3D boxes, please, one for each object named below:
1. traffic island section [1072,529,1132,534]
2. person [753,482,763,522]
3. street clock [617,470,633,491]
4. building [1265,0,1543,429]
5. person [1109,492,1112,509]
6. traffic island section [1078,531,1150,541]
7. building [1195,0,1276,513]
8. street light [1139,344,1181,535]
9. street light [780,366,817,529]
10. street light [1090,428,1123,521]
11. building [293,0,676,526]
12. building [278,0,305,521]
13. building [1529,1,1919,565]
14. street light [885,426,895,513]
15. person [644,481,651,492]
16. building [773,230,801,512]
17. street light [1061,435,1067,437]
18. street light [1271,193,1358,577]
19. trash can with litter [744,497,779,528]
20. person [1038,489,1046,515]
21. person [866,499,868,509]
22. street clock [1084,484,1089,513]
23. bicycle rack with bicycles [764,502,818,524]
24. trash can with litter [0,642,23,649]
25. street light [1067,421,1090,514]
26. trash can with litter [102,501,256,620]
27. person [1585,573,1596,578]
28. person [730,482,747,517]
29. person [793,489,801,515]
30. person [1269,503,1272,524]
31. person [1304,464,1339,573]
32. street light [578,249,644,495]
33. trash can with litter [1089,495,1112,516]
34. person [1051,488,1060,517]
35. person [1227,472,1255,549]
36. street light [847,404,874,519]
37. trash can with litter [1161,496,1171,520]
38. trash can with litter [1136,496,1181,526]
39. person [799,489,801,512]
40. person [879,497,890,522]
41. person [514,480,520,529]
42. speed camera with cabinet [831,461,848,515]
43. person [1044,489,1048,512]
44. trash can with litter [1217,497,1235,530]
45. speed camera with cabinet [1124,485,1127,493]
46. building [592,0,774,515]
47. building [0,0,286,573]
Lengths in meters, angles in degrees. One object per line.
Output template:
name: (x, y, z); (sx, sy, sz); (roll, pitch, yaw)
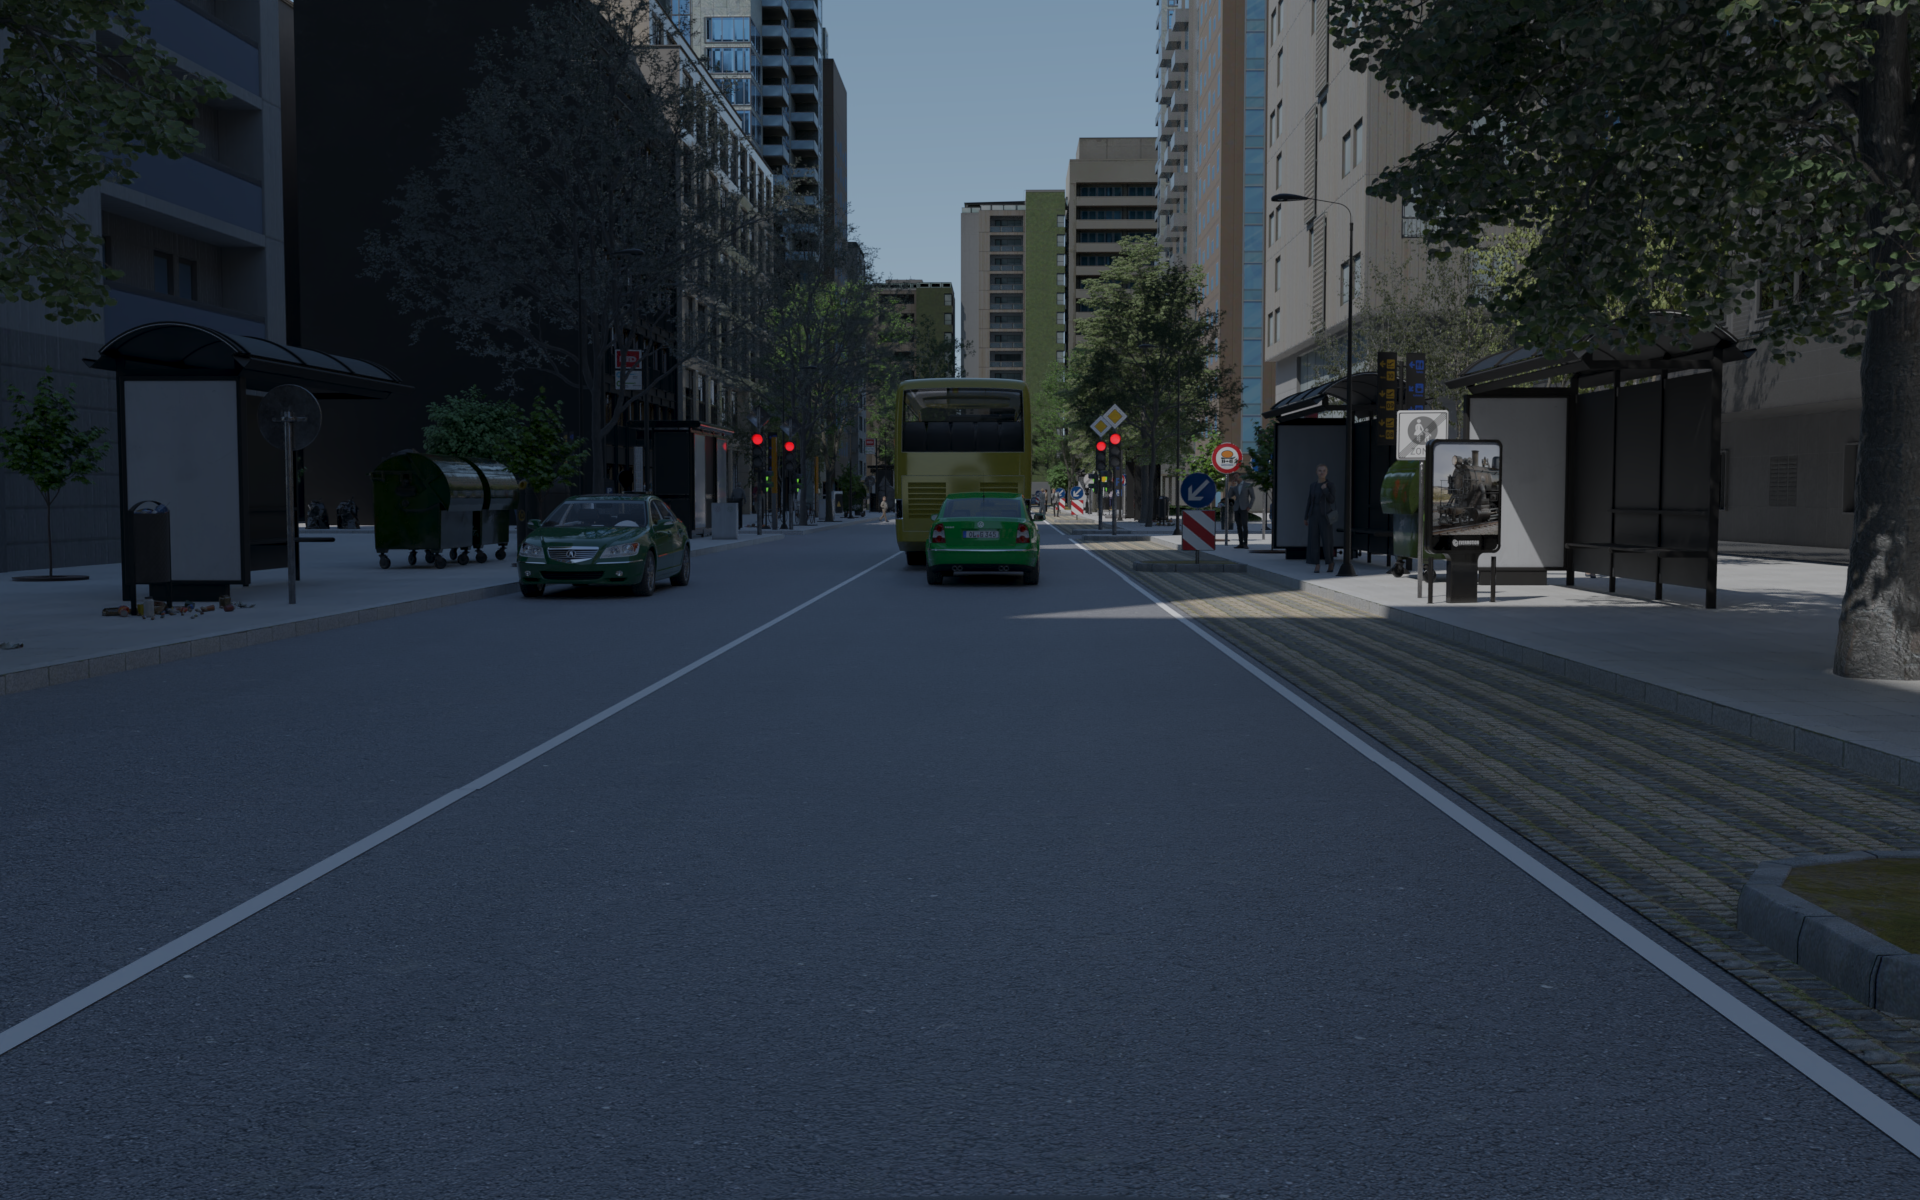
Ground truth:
traffic island section: (5.044, -2.428, 61.984); (2.009, 0.180, 2.903); (0, 4, 2)
person: (-9.149, -4.434, 78.507); (0.580, 1.828, 0.573); (3, 5, 39)
street clock: (-10.115, -2.929, 52.456); (0.471, 2.002, 0.358); (-1, 4, -21)
building: (29.550, -30.115, 81.614); (27.495, 52.752, 28.713); (0, 4, 2)
person: (12.721, -8.555, 146.861); (0.756, 1.711, 0.436); (-1, 4, -23)
traffic island section: (4.830, -1.940, 54.002); (2.009, 0.180, 2.903); (0, 4, 2)
building: (24.260, -28.788, 120.798); (14.600, 45.320, 14.200); (0, 4, 2)
street light: (6.241, -4.972, 53.837); (1.470, 5.913, 1.316); (0, 4, 2)
street light: (-5.862, -5.523, 62.843); (1.470, 5.913, 1.316); (0, 4, 2)
street light: (7.078, -6.715, 82.328); (1.470, 5.913, 1.316); (0, 4, 2)
building: (-20.302, -15.160, 77.541); (12.332, 23.373, 15.834); (0, 4, 2)
building: (-42.975, -17.366, 77.445); (24.014, 27.812, 14.314); (0, 4, 2)
building: (21.430, -14.629, 32.684); (14.314, 27.812, 24.014); (0, 4, 2)
street light: (-4.476, -8.817, 116.703); (1.470, 5.913, 1.316); (0, 4, 2)
person: (-12.057, -3.656, 65.996); (0.592, 1.802, 0.473); (0, 4, -1)
building: (-18.796, -18.220, 127.570); (12.332, 23.373, 15.834); (0, 4, 2)
street light: (8.439, -10.047, 136.803); (1.470, 5.913, 1.316); (0, 4, 2)
street light: (5.503, -3.325, 26.908); (1.470, 5.913, 1.316); (0, 4, 2)
trash can with litter: (-7.711, -3.413, 66.867); (1.678, 1.210, 2.233); (-2, 4, -24)
person: (5.145, -6.067, 108.121); (0.576, 1.772, 0.534); (2, 4, 29)
person: (-8.121, -8.804, 149.950); (0.705, 1.831, 1.348); (1, 4, 13)
street clock: (8.469, -6.781, 115.431); (0.358, 2.002, 0.471); (2, 4, 30)
bicycle rack with bicycles: (-7.313, -3.814, 75.743); (2.852, 0.926, 2.925); (1, 4, 16)
trash can with litter: (-8.900, -0.218, 14.622); (2.233, 1.210, 1.678); (2, 4, 28)
street light: (7.714, -8.400, 109.873); (1.470, 5.913, 1.316); (0, 4, 2)
trash can with litter: (-8.409, -0.474, 18.808); (1.678, 1.210, 2.233); (1, 4, 19)
person: (9.731, -1.255, 26.593); (0.581, 1.822, 0.654); (2, 4, 32)
person: (-9.245, -4.031, 72.344); (0.661, 1.777, 0.834); (0, 4, -1)
person: (-9.189, -5.626, 97.899); (0.514, 1.842, 0.818); (0, 4, -3)
person: (13.427, -3.788, 73.467); (0.738, 1.151, 1.012); (-1, 4, -10)
person: (5.885, -1.333, 28.257); (0.576, 1.772, 0.534); (1, 4, 19)
street light: (-6.675, -3.696, 32.968); (1.470, 5.913, 1.316); (0, 4, 2)
trash can with litter: (8.875, -5.584, 102.357); (2.233, 1.210, 1.678); (3, 5, 42)
person: (5.939, -6.039, 107.421); (0.592, 1.802, 0.473); (0, 4, 5)
person: (6.604, -2.107, 40.670); (0.473, 1.802, 0.592); (-3, 4, -39)
street light: (-5.127, -7.170, 89.772); (1.470, 5.913, 1.316); (0, 4, 2)
trash can with litter: (10.121, -4.528, 85.422); (0.624, 1.170, 1.055); (0, 4, 6)
trash can with litter: (8.112, -3.572, 69.457); (1.678, 1.210, 2.233); (-1, 4, -10)
person: (-11.507, -7.280, 126.067); (0.522, 1.701, 0.512); (1, 4, 18)
person: (-3.857, -4.630, 88.473); (0.640, 1.303, 0.475); (2, 4, 24)
person: (-16.262, -3.532, 63.968); (0.419, 1.800, 0.721); (3, 5, 43)
speed camera with cabinet: (-7.093, -6.731, 104.381); (0.660, 3.252, 2.038); (3, 5, 42)
person: (6.861, -7.972, 138.849); (0.705, 1.823, 1.348); (1, 4, 9)
trash can with litter: (9.577, -3.112, 62.266); (0.624, 1.170, 1.055); (1, 4, 11)
speed camera with cabinet: (10.705, -7.405, 115.401); (0.660, 3.252, 2.038); (-1, 4, -9)
building: (-22.877, -18.233, 102.631); (19.350, 26.468, 34.151); (0, 4, 2)
building: (-29.500, -30.088, 33.942); (28.212, 58.520, 21.231); (0, 4, 2)
